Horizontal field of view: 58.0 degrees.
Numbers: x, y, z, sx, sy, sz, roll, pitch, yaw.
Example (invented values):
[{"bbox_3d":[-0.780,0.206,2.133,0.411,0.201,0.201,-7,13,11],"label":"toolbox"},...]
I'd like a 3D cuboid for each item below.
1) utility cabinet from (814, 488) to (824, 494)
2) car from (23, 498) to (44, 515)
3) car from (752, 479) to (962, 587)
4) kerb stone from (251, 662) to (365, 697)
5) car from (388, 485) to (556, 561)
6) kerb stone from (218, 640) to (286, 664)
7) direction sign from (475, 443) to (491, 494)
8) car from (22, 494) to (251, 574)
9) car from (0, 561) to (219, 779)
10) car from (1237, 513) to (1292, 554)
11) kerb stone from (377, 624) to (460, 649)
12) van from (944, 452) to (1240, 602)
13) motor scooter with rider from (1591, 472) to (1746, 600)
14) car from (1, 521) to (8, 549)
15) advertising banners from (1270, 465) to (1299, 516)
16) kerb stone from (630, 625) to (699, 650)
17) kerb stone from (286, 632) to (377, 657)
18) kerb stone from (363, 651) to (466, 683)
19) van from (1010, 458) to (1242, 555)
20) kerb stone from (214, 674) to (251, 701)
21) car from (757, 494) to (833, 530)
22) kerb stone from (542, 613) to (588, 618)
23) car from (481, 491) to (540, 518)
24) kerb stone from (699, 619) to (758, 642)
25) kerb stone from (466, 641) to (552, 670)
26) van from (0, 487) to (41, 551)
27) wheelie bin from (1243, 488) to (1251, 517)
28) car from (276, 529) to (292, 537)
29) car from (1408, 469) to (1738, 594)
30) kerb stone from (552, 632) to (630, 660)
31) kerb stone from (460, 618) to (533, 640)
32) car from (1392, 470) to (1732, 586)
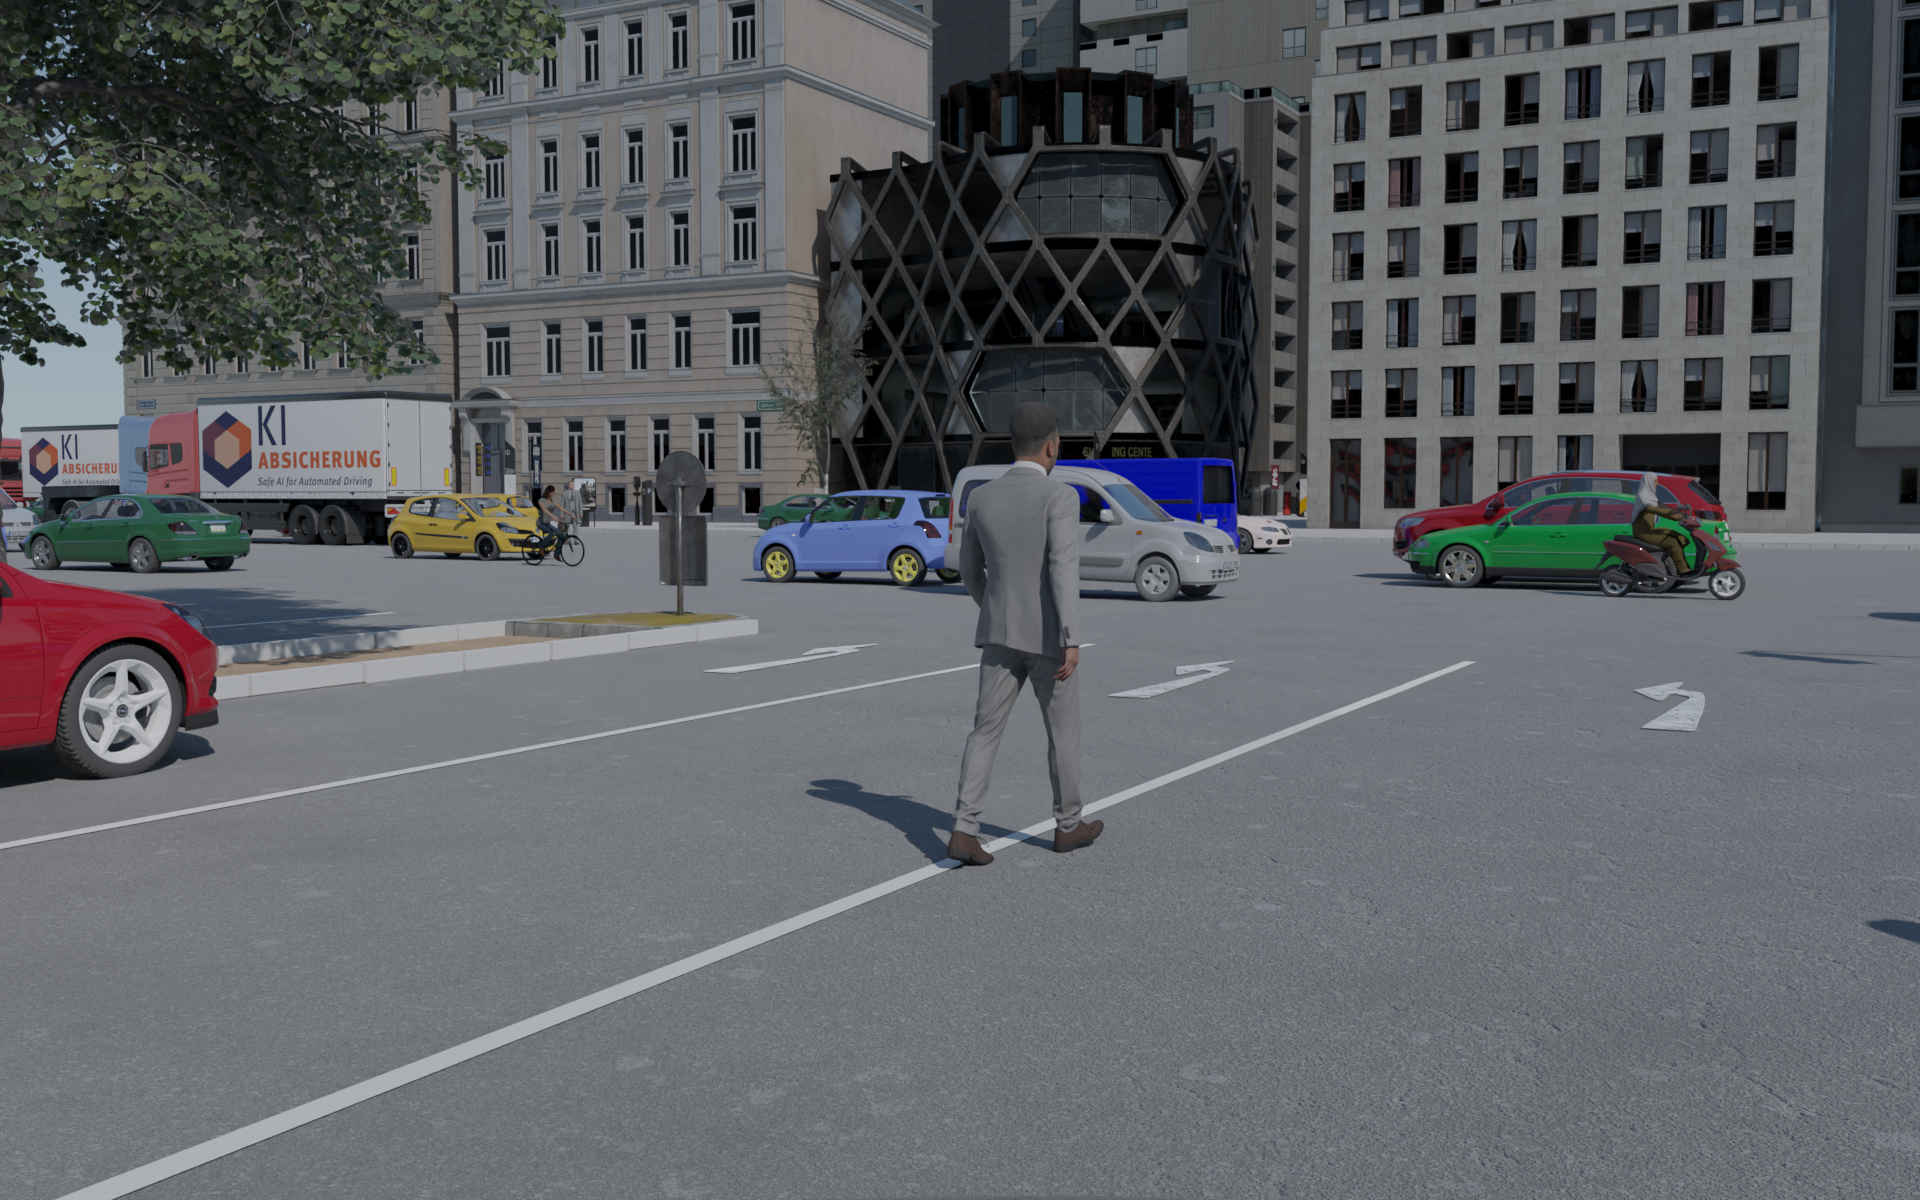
[{"bbox_3d":[-5.462,-3.641,68.204,0.318,1.500,1.173,1,4,9],"label":"utility cabinet"},{"bbox_3d":[-34.548,-3.371,66.914,4.920,1.459,2.131,2,4,27],"label":"car"},{"bbox_3d":[-1.594,-1.130,28.064,3.694,1.707,1.945,2,4,28],"label":"car"},{"bbox_3d":[-4.822,0.581,12.719,0.120,0.150,1.000,2,4,28],"label":"kerb stone"},{"bbox_3d":[-10.760,-1.716,38.275,3.980,1.641,2.015,2,4,30],"label":"car"},{"bbox_3d":[-6.167,0.463,14.621,0.120,0.150,1.000,2,4,28],"label":"kerb stone"},{"bbox_3d":[-21.049,-5.169,76.503,0.379,3.537,0.876,2,4,31],"label":"direction sign"},{"bbox_3d":[-15.546,-1.272,32.596,4.920,1.459,2.131,2,4,28],"label":"car"},{"bbox_3d":[-5.583,0.066,7.969,2.155,1.783,4.494,2,4,27],"label":"car"},{"bbox_3d":[5.744,-1.845,42.528,4.827,1.381,2.083,2,4,28],"label":"car"},{"bbox_3d":[-5.184,0.352,16.433,0.120,0.150,1.000,2,4,28],"label":"kerb stone"},{"bbox_3d":[1.853,-1.054,24.244,4.112,2.044,2.013,2,4,29],"label":"van"},{"bbox_3d":[9.678,-0.901,23.696,1.986,1.779,0.876,2,4,30],"label":"motor scooter with rider"},{"bbox_3d":[-21.362,-1.586,35.528,3.694,1.707,1.945,2,4,27],"label":"car"},{"bbox_3d":[19.529,-6.544,103.186,2.074,3.025,0.090,1,4,9],"label":"advertising banners"},{"bbox_3d":[-2.842,0.357,16.355,0.120,0.150,1.000,2,4,28],"label":"kerb stone"},{"bbox_3d":[-5.685,0.408,15.529,0.120,0.150,1.000,2,4,28],"label":"kerb stone"},{"bbox_3d":[-4.318,0.525,13.620,0.120,0.150,1.000,2,4,28],"label":"kerb stone"},{"bbox_3d":[2.227,-1.608,30.683,5.245,2.365,2.240,2,4,29],"label":"van"},{"bbox_3d":[-5.307,0.636,11.804,0.120,0.150,1.000,2,4,28],"label":"kerb stone"},{"bbox_3d":[-4.354,-2.768,57.047,4.920,1.459,2.131,2,4,28],"label":"car"},{"bbox_3d":[-4.205,0.247,18.242,0.120,0.150,1.000,2,4,28],"label":"kerb stone"},{"bbox_3d":[-16.232,-2.997,59.225,3.980,1.641,2.015,2,4,28],"label":"car"},{"bbox_3d":[-2.351,0.302,17.258,0.120,0.150,1.000,2,4,28],"label":"kerb stone"},{"bbox_3d":[-3.830,0.472,14.525,0.120,0.150,1.000,2,4,28],"label":"kerb stone"},{"bbox_3d":[-24.730,-2.218,43.272,4.112,2.044,2.013,2,4,30],"label":"van"},{"bbox_3d":[13.685,-4.652,83.964,0.693,1.594,0.980,-2,4,-28],"label":"wheelie bin"},{"bbox_3d":[-21.064,-2.952,58.046,4.222,1.686,2.009,2,4,28],"label":"car"},{"bbox_3d":[9.199,-1.068,26.252,4.718,1.807,1.959,2,4,30],"label":"car"},{"bbox_3d":[-3.331,0.413,15.439,0.120,0.150,1.000,2,4,28],"label":"kerb stone"},{"bbox_3d":[-4.695,0.297,17.338,0.120,0.150,1.000,2,4,28],"label":"kerb stone"},{"bbox_3d":[9.828,-1.215,28.533,5.304,1.827,2.281,2,4,28],"label":"car"}]
